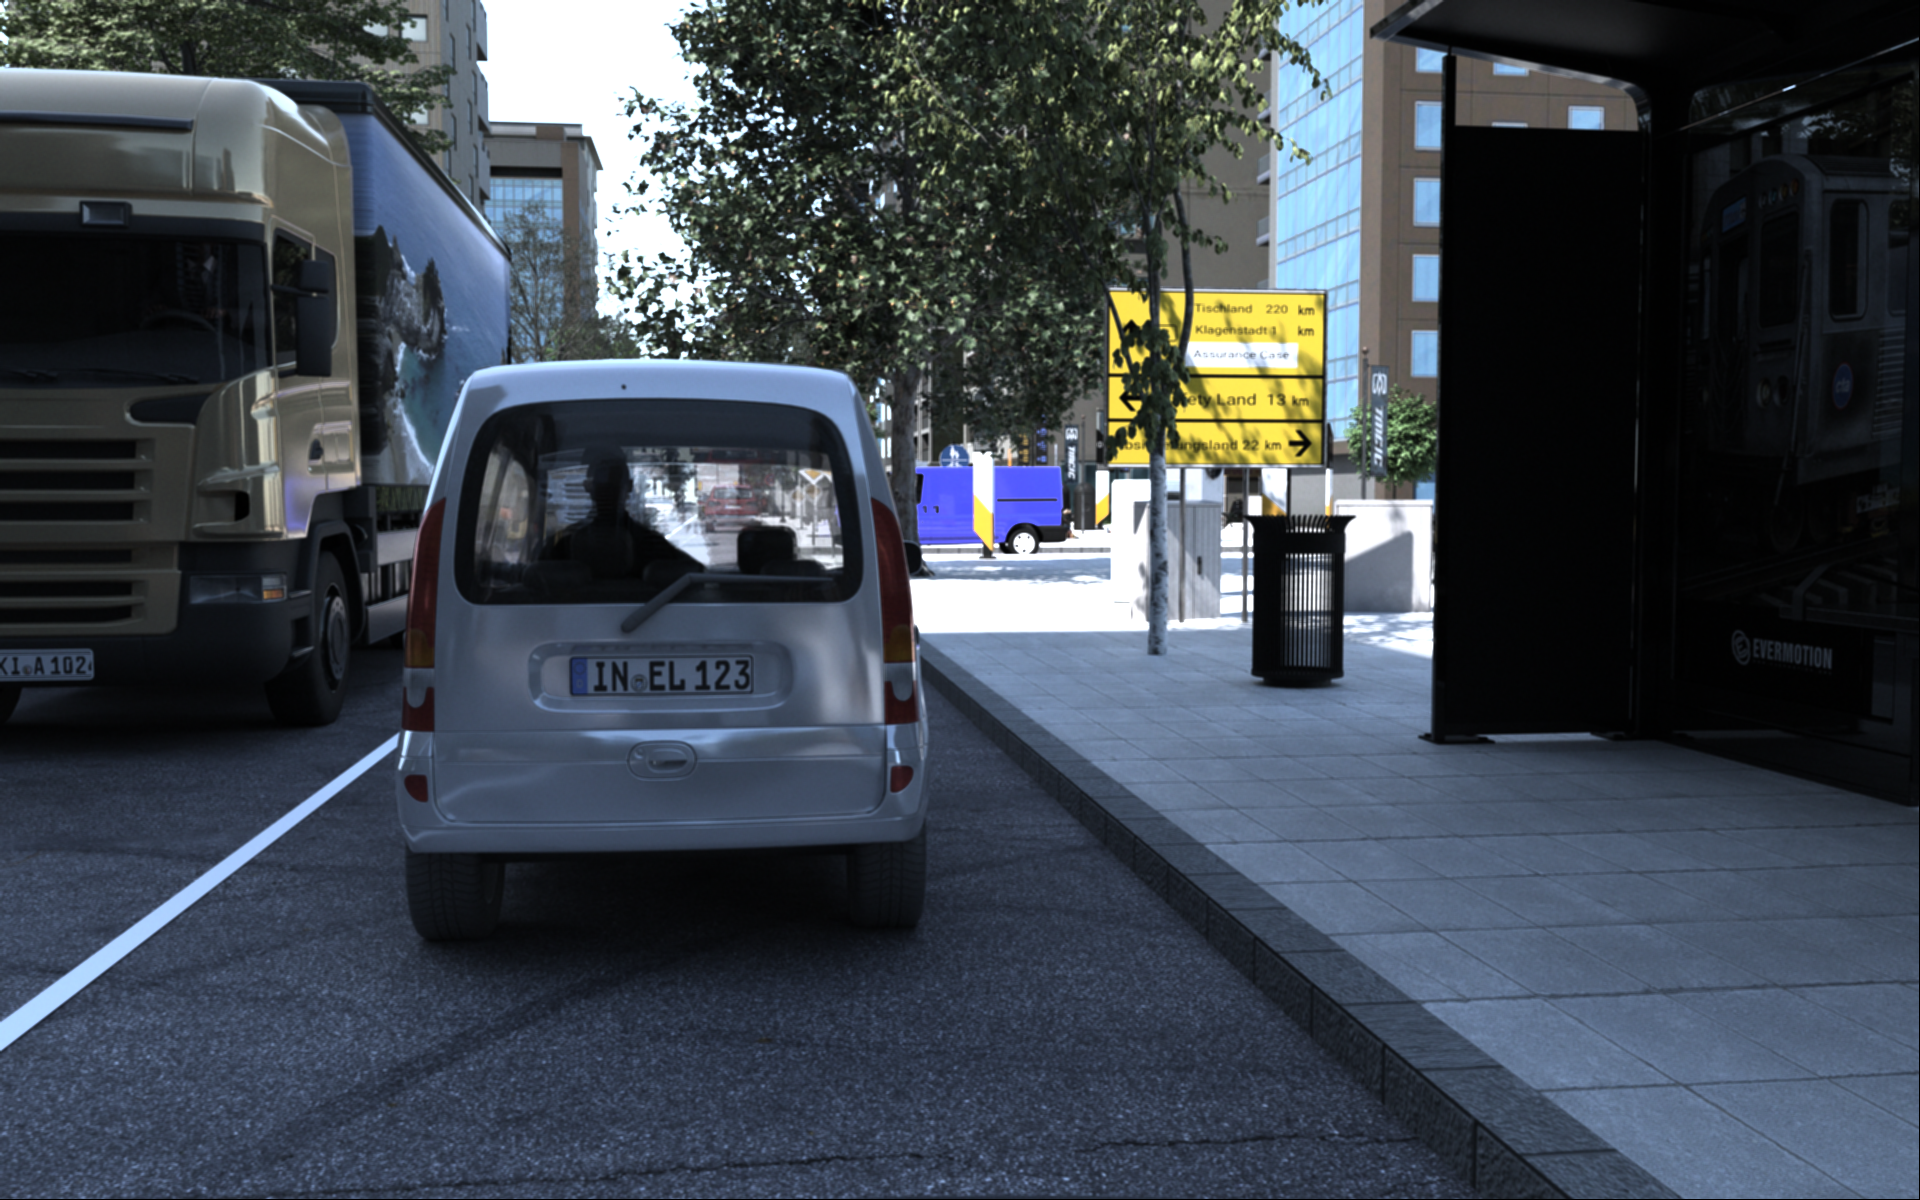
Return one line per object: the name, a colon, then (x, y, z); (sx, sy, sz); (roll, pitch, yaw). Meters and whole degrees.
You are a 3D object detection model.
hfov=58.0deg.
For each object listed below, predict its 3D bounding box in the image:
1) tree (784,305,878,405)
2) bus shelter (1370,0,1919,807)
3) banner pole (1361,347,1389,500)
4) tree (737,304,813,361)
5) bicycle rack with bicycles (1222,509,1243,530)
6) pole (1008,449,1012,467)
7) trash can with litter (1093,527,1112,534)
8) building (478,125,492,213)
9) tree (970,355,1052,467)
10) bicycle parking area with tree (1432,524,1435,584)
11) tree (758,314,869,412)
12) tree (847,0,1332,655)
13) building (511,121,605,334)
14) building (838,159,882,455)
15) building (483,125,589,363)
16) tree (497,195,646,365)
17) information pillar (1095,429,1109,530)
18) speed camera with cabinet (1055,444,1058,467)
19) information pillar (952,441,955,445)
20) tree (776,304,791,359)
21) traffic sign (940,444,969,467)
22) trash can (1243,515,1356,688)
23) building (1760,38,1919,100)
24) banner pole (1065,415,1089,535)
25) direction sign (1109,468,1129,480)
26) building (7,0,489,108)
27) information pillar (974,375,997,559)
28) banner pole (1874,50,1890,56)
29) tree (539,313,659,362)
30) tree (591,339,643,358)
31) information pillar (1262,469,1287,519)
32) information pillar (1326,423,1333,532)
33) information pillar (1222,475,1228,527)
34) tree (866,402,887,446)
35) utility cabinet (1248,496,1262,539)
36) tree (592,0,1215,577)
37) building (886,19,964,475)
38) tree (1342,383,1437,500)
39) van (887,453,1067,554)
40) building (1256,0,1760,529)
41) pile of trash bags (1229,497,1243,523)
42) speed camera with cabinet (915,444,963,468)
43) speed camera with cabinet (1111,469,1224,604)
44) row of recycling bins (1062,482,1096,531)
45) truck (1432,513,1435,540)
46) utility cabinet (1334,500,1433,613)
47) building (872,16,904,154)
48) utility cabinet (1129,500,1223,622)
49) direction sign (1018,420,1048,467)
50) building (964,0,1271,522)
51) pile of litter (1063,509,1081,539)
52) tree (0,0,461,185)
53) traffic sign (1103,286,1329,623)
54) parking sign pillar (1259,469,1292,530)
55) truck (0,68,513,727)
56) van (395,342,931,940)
tree: (-4.724, -6.540, 57.288); (4.360, 8.622, 3.978); (0, 3, 0)
bus shelter: (3.340, -0.896, 5.925); (1.731, 3.624, 6.357); (0, 4, -8)
banner pole: (7.073, -2.426, 29.684); (0.863, 3.779, 0.401); (-3, 4, -38)
tree: (-11.546, -12.388, 109.198); (9.857, 13.997, 8.962); (0, 3, 0)
bicycle rack with bicycles: (8.921, -3.007, 62.545); (2.925, 0.926, 2.852); (1, 4, 18)
pole: (2.264, -5.181, 78.559); (0.158, 3.312, 0.155); (0, 3, 0)
trash can with litter: (5.541, -2.737, 55.805); (2.233, 1.210, 1.678); (2, 4, 35)
building: (-54.774, -28.078, 150.952); (32.217, 40.220, 23.993); (0, 4, -8)
tree: (2.400, -7.047, 65.578); (4.360, 8.622, 3.978); (0, 3, 0)
bicycle parking area with tree: (10.132, -2.221, 23.322); (8.231, 4.147, 9.016); (0, 4, 7)
tree: (-7.959, -9.235, 85.407); (7.601, 10.594, 8.767); (-1, 4, -18)
tree: (1.352, -3.866, 13.564); (4.737, 8.622, 4.395); (0, 3, 0)
building: (-66.046, -40.295, 248.063); (28.713, 52.752, 27.495); (0, 4, -8)
building: (-8.824, -35.208, 225.753); (14.600, 45.320, 14.200); (0, 4, -8)
building: (-53.386, -34.498, 214.157); (14.600, 45.320, 14.200); (0, 4, -8)
tree: (-17.439, -9.899, 72.226); (12.009, 13.543, 11.850); (0, 3, 0)
information pillar: (5.117, -4.337, 62.270); (0.504, 3.616, 0.183); (2, 4, 25)
speed camera with cabinet: (3.445, -4.595, 69.470); (0.660, 3.252, 2.038); (-1, 4, -17)
information pillar: (-0.141, -5.162, 75.758); (0.504, 3.616, 0.183); (0, 4, -4)
tree: (-17.948, -18.719, 161.944); (12.611, 20.169, 13.585); (0, 3, 0)
traffic sign: (-0.141, -2.713, 44.464); (0.768, 2.556, 0.104); (0, 3, 0)
trash can: (2.274, 0.000, 11.649); (0.748, 1.137, 0.748); (0, 3, 0)
building: (42.126, -25.496, 66.964); (14.200, 45.320, 14.600); (0, 4, -8)
banner pole: (3.690, -3.970, 54.934); (0.863, 3.779, 0.401); (-1, 4, -16)
direction sign: (5.703, -4.335, 62.882); (0.876, 3.537, 0.379); (1, 4, 9)
building: (-49.207, -32.790, 125.359); (28.713, 52.752, 27.495); (0, 4, -8)
information pillar: (0.483, -2.620, 34.187); (0.504, 3.616, 0.183); (3, 5, 41)
banner pole: (4.786, -1.161, 8.997); (0.401, 3.779, 0.863); (3, 4, 39)
tree: (-20.582, -10.509, 97.582); (9.928, 11.665, 9.643); (0, 3, 0)
tree: (-25.550, -13.850, 133.101); (9.857, 13.997, 8.962); (0, 3, 0)
information pillar: (6.114, -2.583, 33.580); (0.504, 3.616, 0.183); (1, 4, 15)
information pillar: (12.161, -4.015, 57.007); (0.183, 3.616, 0.504); (2, 4, 26)
information pillar: (10.348, -3.895, 68.182); (0.304, 2.012, 0.304); (2, 4, 27)
tree: (-3.754, -4.129, 51.222); (4.285, 4.588, 4.351); (0, 3, 0)
utility cabinet: (8.637, -2.328, 49.232); (0.306, 1.237, 1.020); (-2, 4, -34)
tree: (-0.859, -6.716, 26.817); (9.611, 12.733, 9.660); (0, 3, 0)
building: (4.895, -43.067, 142.405); (20.563, 71.187, 20.611); (0, 4, -8)
tree: (12.962, -4.134, 51.310); (4.285, 4.588, 4.351); (0, 3, 0)
van: (-0.302, -2.111, 38.891); (5.245, 2.365, 2.240); (0, 4, -6)
building: (20.065, -25.337, 64.378); (14.200, 45.320, 14.600); (0, 4, -8)
pile of trash bags: (11.291, -4.150, 77.606); (3.447, 1.369, 1.912); (1, 4, 22)
speed camera with cabinet: (-0.828, -3.154, 45.912); (0.660, 3.252, 2.038); (-3, 5, -40)
speed camera with cabinet: (2.537, -1.624, 20.892); (0.660, 3.252, 2.038); (2, 4, 32)
row of recycling bins: (3.171, -3.333, 61.601); (3.534, 1.692, 1.069); (2, 4, 26)
truck: (18.967, -3.178, 41.718); (18.799, 4.110, 2.967); (0, 4, -8)
utility cabinet: (4.600, -0.471, 18.868); (1.020, 1.237, 0.306); (0, 4, 7)
building: (2.938, -33.606, 169.059); (23.786, 49.044, 30.456); (0, 4, -8)
utility cabinet: (2.213, -0.398, 17.675); (1.020, 1.237, 0.306); (-2, 4, -35)
direction sign: (1.974, -3.368, 47.056); (0.876, 3.537, 0.379); (2, 4, 28)
building: (12.174, -28.463, 89.070); (21.300, 48.544, 21.600); (0, 4, -8)
pile of litter: (2.852, -2.222, 50.301); (1.176, 0.858, 1.719); (-1, 4, -14)
tree: (-10.933, -6.514, 24.628); (7.486, 12.596, 7.792); (0, 3, 0)
traffic sign: (2.529, -1.425, 17.170); (2.265, 3.308, 0.079); (0, 4, -7)
parking sign pillar: (11.341, -4.514, 62.271); (1.447, 3.967, 1.447); (-3, 5, -42)
truck: (-5.509, -1.530, 13.934); (2.839, 4.237, 11.283); (0, 4, -8)
van: (-1.098, 0.001, 7.003); (2.013, 2.044, 4.112); (0, 4, -7)
